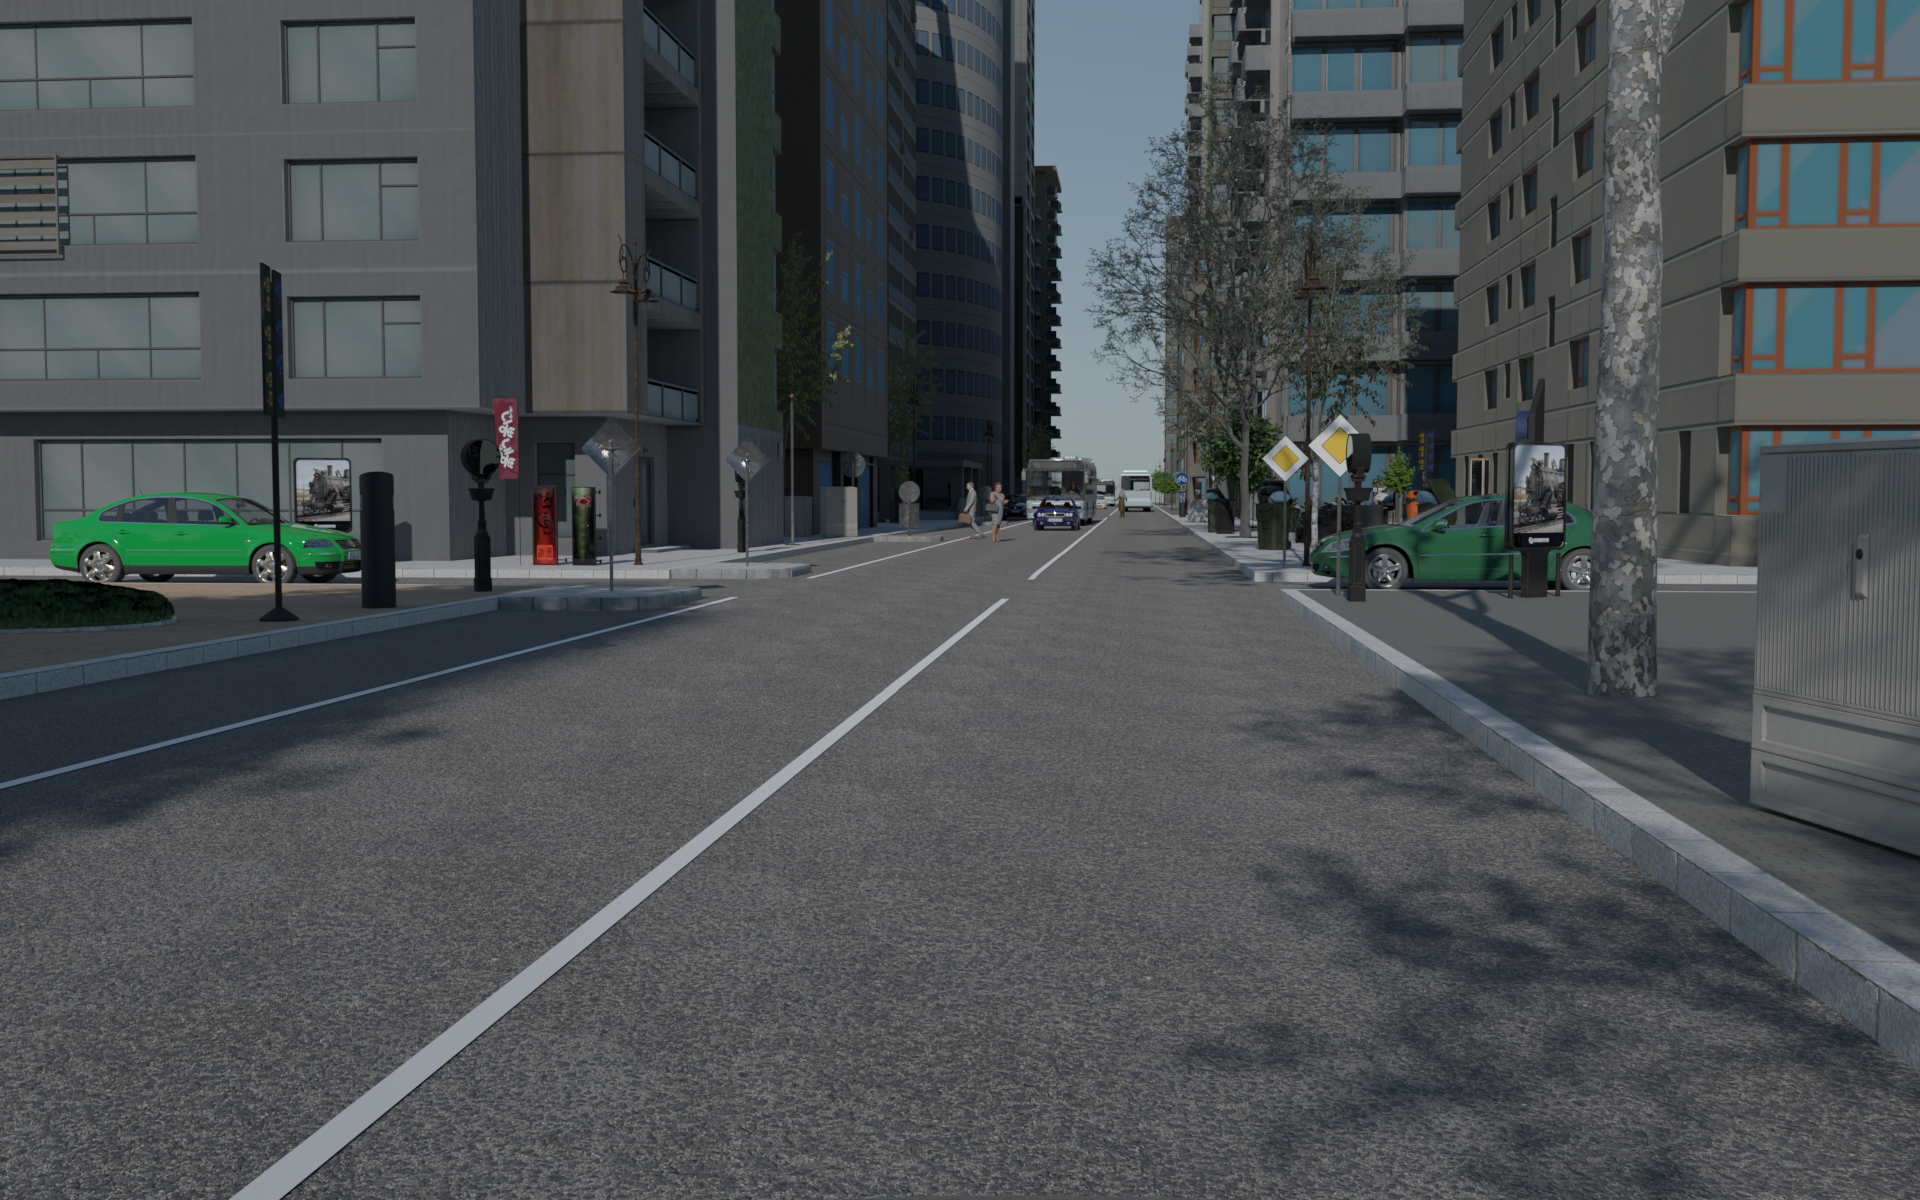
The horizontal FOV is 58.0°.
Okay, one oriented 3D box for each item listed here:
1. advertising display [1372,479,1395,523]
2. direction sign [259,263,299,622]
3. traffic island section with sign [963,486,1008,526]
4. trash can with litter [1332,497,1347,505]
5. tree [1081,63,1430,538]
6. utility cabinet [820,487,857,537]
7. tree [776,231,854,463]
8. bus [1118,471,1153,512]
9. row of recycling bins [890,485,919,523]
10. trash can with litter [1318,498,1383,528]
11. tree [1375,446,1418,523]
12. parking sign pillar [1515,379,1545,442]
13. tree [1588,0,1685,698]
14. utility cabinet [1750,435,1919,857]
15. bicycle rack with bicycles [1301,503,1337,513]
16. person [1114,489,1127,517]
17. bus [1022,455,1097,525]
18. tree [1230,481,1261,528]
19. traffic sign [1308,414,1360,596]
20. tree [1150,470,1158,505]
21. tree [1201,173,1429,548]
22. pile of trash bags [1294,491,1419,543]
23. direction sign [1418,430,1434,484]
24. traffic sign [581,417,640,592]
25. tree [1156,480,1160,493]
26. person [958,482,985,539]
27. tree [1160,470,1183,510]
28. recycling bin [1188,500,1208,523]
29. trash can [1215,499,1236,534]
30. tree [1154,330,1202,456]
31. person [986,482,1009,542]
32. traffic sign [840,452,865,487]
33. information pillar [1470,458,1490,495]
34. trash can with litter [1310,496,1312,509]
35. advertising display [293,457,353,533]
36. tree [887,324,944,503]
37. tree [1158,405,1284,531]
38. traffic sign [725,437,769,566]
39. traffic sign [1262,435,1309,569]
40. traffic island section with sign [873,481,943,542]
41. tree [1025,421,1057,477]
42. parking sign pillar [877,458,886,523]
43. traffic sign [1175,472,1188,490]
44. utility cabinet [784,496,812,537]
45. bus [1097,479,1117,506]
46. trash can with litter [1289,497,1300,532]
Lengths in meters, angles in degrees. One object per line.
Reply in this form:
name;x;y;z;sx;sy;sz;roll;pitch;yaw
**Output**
advertising display;17.594;-4.079;71.908;0.974;1.923;0.123;3;4;38
direction sign;-6.902;-1.557;17.451;0.379;3.537;0.876;-1;4;-10
traffic island section with sign;1.201;-4.348;79.718;1.989;1.847;2.006;0;4;6
trash can with litter;16.055;-3.733;72.422;1.055;1.170;0.624;-3;4;-38
tree;8.211;-8.561;50.345;12.009;13.543;11.850;0;3;0
utility cabinet;-3.573;-2.600;51.194;1.173;1.500;0.318;-3;5;-43
tree;-5.148;-6.059;49.434;4.737;8.622;4.395;0;3;0
bus;14.442;-9.024;142.396;2.948;3.499;13.247;0;4;6
row of recycling bins;-2.533;-4.329;77.888;1.069;1.692;3.534;1;4;8
trash can with litter;8.049;-1.313;32.526;2.233;1.210;1.678;2;4;25
tree;17.563;-4.597;69.757;1.663;3.219;1.824;0;3;0
parking sign pillar;13.163;-3.153;40.022;1.447;3.967;1.447;2;4;27
tree;4.736;-9.371;9.109;12.611;20.169;13.585;0;3;0
utility cabinet;3.422;0.136;6.458;0.318;1.500;1.173;0;4;-6
bicycle rack with bicycles;14.253;-3.218;65.996;2.852;0.926;2.925;-2;4;-30
person;9.973;-5.992;107.198;0.721;1.736;1.217;3;5;44
bus;4.911;-5.340;82.172;2.948;3.499;13.247;0;4;7
tree;11.215;-4.356;65.828;1.663;3.219;1.824;0;3;0
traffic sign;4.762;-1.108;21.766;0.795;2.450;0.064;0;4;6
tree;24.478;-13.918;211.279;4.285;4.588;4.351;0;3;0
tree;8.618;-5.534;40.837;4.360;8.622;3.978;0;3;0
pile of trash bags;10.656;-2.197;45.673;3.447;1.369;1.912;0;4;-5
direction sign;16.454;-4.232;61.188;0.379;3.537;0.876;-1;4;-20
traffic sign;-4.582;-1.168;22.735;0.795;2.450;0.064;0;4;6
tree;23.674;-12.706;202.348;1.663;3.219;1.824;0;3;0
person;0.359;-2.834;54.951;0.853;1.813;0.709;0;4;-2
tree;17.084;-8.779;138.138;1.663;3.219;1.824;0;3;0
recycling bin;10.744;-4.007;78.073;0.722;1.027;0.722;-1;4;-22
trash can;8.518;-2.689;55.623;0.748;1.137;0.748;0;3;0
tree;10.237;-7.395;71.264;4.360;8.622;3.978;0;3;0
person;1.093;-2.620;51.690;0.716;1.782;0.532;-2;4;-33
traffic sign;-3.260;-3.212;52.626;0.768;2.556;0.104;0;4;6
information pillar;10.734;-1.915;35.796;0.304;2.012;0.304;3;5;41
trash can with litter;14.151;-3.637;70.523;1.678;1.210;2.233;-3;5;-40
advertising display;-11.300;-1.561;30.732;0.974;1.923;0.123;-2;4;-30
tree;-2.639;-7.577;74.240;4.737;8.622;4.395;0;3;0
tree;10.113;-4.711;60.743;4.285;4.588;4.351;0;3;0
traffic sign;-3.772;-1.654;30.679;0.795;2.450;0.064;0;4;6
traffic sign;5.572;-1.594;29.710;0.795;2.450;0.064;0;4;6
traffic island section with sign;-1.543;-2.708;52.902;1.989;1.847;2.006;0;4;6
tree;7.719;-13.667;173.824;4.737;8.622;4.395;0;3;0
parking sign pillar;-4.075;-5.496;78.332;1.447;3.967;1.447;1;4;22
traffic sign;12.980;-6.194;101.371;0.768;2.556;0.104;0;4;6
utility cabinet;-4.846;-2.496;51.963;0.306;1.237;1.020;-3;5;-43
bus;17.002;-12.791;203.990;2.948;3.499;13.247;0;4;5
trash can with litter;10.826;-2.836;57.756;1.055;1.170;0.624;1;4;14
